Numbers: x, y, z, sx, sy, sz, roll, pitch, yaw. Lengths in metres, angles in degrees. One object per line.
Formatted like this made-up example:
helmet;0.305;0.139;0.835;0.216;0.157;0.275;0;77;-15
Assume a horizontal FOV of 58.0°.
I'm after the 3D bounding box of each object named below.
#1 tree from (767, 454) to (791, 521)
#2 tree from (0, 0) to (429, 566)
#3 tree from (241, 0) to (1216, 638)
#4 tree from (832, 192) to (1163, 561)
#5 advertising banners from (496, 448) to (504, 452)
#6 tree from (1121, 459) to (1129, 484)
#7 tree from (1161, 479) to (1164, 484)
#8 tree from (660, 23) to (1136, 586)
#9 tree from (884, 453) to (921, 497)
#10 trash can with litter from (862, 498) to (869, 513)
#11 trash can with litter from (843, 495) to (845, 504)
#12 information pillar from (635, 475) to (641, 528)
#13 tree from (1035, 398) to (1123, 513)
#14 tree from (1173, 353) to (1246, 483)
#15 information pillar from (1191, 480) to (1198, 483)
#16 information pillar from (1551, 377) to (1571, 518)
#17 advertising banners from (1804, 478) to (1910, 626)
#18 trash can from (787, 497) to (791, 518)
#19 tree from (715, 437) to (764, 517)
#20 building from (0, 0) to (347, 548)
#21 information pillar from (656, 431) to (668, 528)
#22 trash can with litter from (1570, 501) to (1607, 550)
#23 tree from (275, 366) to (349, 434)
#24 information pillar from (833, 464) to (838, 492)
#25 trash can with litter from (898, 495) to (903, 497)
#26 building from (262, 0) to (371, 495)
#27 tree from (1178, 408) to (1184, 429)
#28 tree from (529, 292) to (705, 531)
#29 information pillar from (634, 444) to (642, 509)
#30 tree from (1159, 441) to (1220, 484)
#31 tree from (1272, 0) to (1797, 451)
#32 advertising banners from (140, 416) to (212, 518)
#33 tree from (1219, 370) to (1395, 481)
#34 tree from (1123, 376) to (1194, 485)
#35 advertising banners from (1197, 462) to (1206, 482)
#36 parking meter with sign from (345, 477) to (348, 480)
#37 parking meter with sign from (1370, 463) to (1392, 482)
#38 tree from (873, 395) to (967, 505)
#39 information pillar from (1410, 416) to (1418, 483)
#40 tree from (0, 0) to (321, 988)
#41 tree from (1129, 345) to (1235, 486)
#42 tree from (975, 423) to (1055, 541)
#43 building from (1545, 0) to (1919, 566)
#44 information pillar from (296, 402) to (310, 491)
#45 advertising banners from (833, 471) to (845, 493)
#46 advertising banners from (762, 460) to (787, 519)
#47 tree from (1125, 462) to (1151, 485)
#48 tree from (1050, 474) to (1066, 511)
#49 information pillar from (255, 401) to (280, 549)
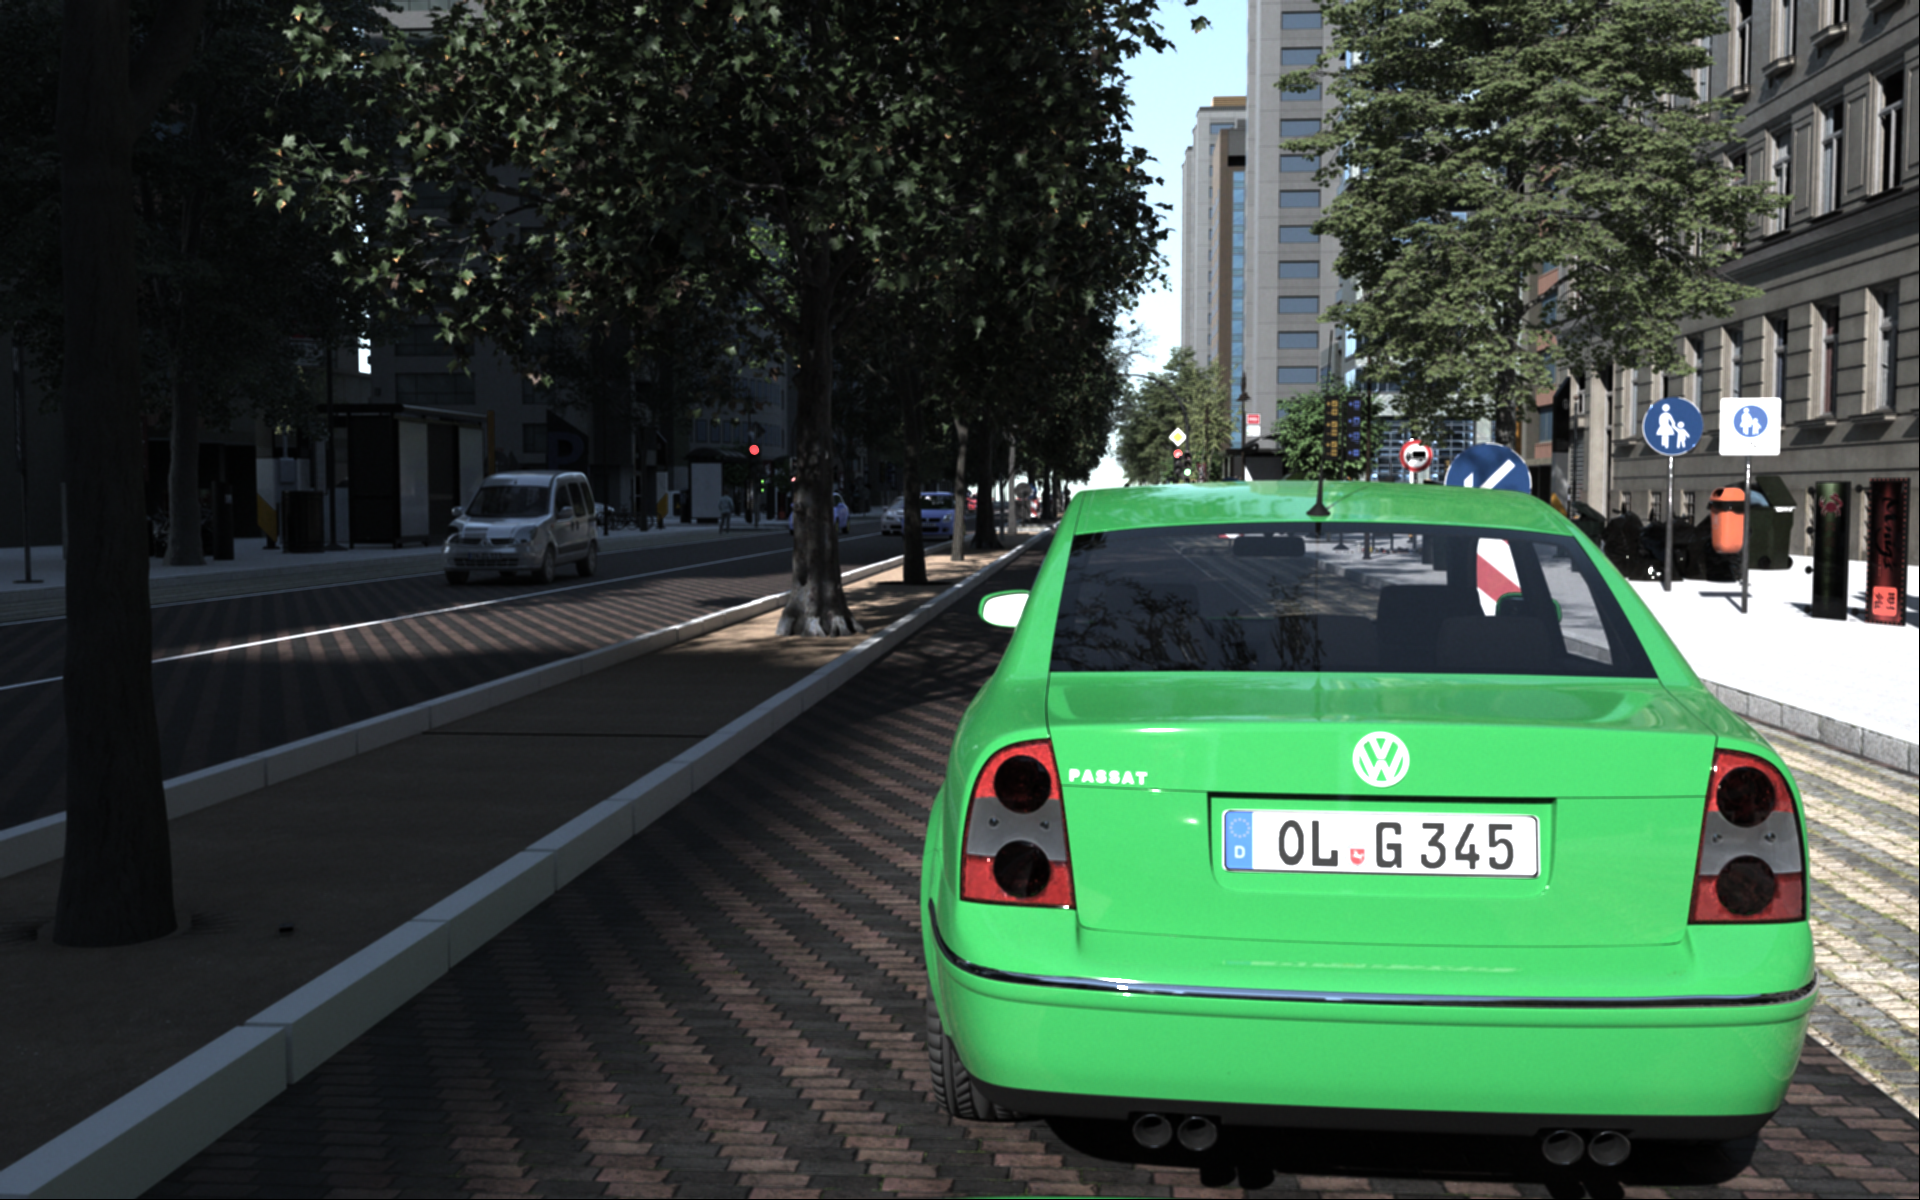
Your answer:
tree;-8.377;-5.468;84.008;1.663;3.219;1.824;0;3;0
tree;-14.003;-7.599;30.891;9.857;13.997;8.962;0;3;0
tree;-1.475;-5.979;17.216;9.611;12.733;9.660;0;3;0
tree;-0.104;-6.067;36.066;8.767;10.594;7.601;0;4;5
advertising banners;-17.606;-4.193;64.742;0.090;3.025;2.074;1;4;18
tree;27.884;-21.055;262.378;7.486;12.596;7.792;0;3;0
tree;19.959;-10.674;169.119;1.663;3.219;1.824;0;3;0
tree;-0.813;-6.047;27.079;9.928;11.665;9.643;0;3;0
tree;-4.751;-9.504;139.110;4.285;4.588;4.351;0;3;0
trash can with litter;-6.501;-6.544;118.380;0.624;1.170;1.055;0;4;-3
trash can with litter;-9.700;-8.061;142.854;1.678;1.210;2.233;1;4;15
information pillar;-12.131;-3.746;65.736;0.304;2.012;0.304;1;4;22
tree;7.424;-13.485;129.593;9.857;13.997;8.962;0;3;0
tree;12.997;-8.619;91.279;4.737;8.622;4.395;0;3;0
information pillar;12.004;-5.151;88.703;0.304;2.012;0.304;2;4;29
information pillar;11.956;-2.637;34.475;0.504;3.616;0.183;-3;4;-39
advertising banners;9.105;-1.272;16.991;0.090;3.025;2.074;-1;4;-14
trash can;-8.728;-4.822;90.497;0.748;1.137;0.748;0;3;0
tree;-12.724;-7.074;99.380;4.285;4.588;4.351;0;3;0
building;-34.093;-24.019;47.338;28.867;44.769;22.147;0;4;5
information pillar;-11.123;-4.480;64.596;0.504;3.616;0.183;2;4;32
trash can with litter;10.495;-1.036;28.331;1.055;1.170;0.624;3;5;45
tree;-34.010;-8.551;90.166;4.737;8.622;4.395;0;3;0
information pillar;-9.735;-8.766;134.675;0.504;3.616;0.183;0;4;-7
trash can with litter;-4.957;-8.449;149.533;1.055;1.170;0.624;-2;4;-32
building;-50.435;-31.114;97.952;27.495;52.752;28.713;0;4;5
tree;18.072;-13.417;153.784;7.601;10.594;8.767;-1;4;-11
tree;-11.034;-7.628;59.135;8.767;10.594;7.601;1;4;16
information pillar;-14.986;-5.460;80.631;0.183;3.616;0.504;2;4;32
tree;14.525;-7.757;110.541;4.285;4.588;4.351;0;3;0
tree;8.727;-6.648;26.830;7.486;12.596;7.792;0;3;0
advertising banners;-17.789;-2.626;39.123;0.090;3.025;2.074;3;5;43
tree;9.886;-3.809;45.999;4.285;4.588;4.351;0;3;0
tree;20.934;-16.946;183.727;9.857;13.997;8.962;0;3;0
advertising banners;14.119;-6.097;95.877;2.074;3.025;0.090;0;4;6
parking meter with sign;-27.824;-5.090;79.485;1.738;3.016;0.543;3;5;42
parking meter with sign;23.191;-6.143;96.698;1.738;3.016;0.543;1;4;17
tree;-4.518;-13.951;146.220;7.486;12.596;7.792;0;3;0
information pillar;11.901;-3.308;45.439;0.183;3.616;0.504;2;4;28
tree;-2.756;-5.659;5.357;12.009;13.543;11.850;0;3;0
tree;17.147;-13.131;132.816;7.486;12.596;7.792;0;3;0
tree;1.272;-6.065;51.975;4.360;8.622;3.978;0;3;0
building;25.167;-12.669;40.416;16.112;22.955;30.059;0;4;5
information pillar;-15.346;-3.004;40.475;0.183;3.616;0.504;0;4;6
advertising banners;-9.829;-8.409;133.676;2.074;3.025;0.090;-1;4;-19
advertising banners;-9.090;-5.658;88.693;2.074;3.025;0.090;0;4;-3
tree;22.751;-16.093;213.480;4.737;8.622;4.395;0;3;0
tree;8.755;-11.811;145.932;4.737;8.622;4.395;0;3;0
information pillar;-16.119;-2.991;40.257;0.504;3.616;0.183;1;4;17
